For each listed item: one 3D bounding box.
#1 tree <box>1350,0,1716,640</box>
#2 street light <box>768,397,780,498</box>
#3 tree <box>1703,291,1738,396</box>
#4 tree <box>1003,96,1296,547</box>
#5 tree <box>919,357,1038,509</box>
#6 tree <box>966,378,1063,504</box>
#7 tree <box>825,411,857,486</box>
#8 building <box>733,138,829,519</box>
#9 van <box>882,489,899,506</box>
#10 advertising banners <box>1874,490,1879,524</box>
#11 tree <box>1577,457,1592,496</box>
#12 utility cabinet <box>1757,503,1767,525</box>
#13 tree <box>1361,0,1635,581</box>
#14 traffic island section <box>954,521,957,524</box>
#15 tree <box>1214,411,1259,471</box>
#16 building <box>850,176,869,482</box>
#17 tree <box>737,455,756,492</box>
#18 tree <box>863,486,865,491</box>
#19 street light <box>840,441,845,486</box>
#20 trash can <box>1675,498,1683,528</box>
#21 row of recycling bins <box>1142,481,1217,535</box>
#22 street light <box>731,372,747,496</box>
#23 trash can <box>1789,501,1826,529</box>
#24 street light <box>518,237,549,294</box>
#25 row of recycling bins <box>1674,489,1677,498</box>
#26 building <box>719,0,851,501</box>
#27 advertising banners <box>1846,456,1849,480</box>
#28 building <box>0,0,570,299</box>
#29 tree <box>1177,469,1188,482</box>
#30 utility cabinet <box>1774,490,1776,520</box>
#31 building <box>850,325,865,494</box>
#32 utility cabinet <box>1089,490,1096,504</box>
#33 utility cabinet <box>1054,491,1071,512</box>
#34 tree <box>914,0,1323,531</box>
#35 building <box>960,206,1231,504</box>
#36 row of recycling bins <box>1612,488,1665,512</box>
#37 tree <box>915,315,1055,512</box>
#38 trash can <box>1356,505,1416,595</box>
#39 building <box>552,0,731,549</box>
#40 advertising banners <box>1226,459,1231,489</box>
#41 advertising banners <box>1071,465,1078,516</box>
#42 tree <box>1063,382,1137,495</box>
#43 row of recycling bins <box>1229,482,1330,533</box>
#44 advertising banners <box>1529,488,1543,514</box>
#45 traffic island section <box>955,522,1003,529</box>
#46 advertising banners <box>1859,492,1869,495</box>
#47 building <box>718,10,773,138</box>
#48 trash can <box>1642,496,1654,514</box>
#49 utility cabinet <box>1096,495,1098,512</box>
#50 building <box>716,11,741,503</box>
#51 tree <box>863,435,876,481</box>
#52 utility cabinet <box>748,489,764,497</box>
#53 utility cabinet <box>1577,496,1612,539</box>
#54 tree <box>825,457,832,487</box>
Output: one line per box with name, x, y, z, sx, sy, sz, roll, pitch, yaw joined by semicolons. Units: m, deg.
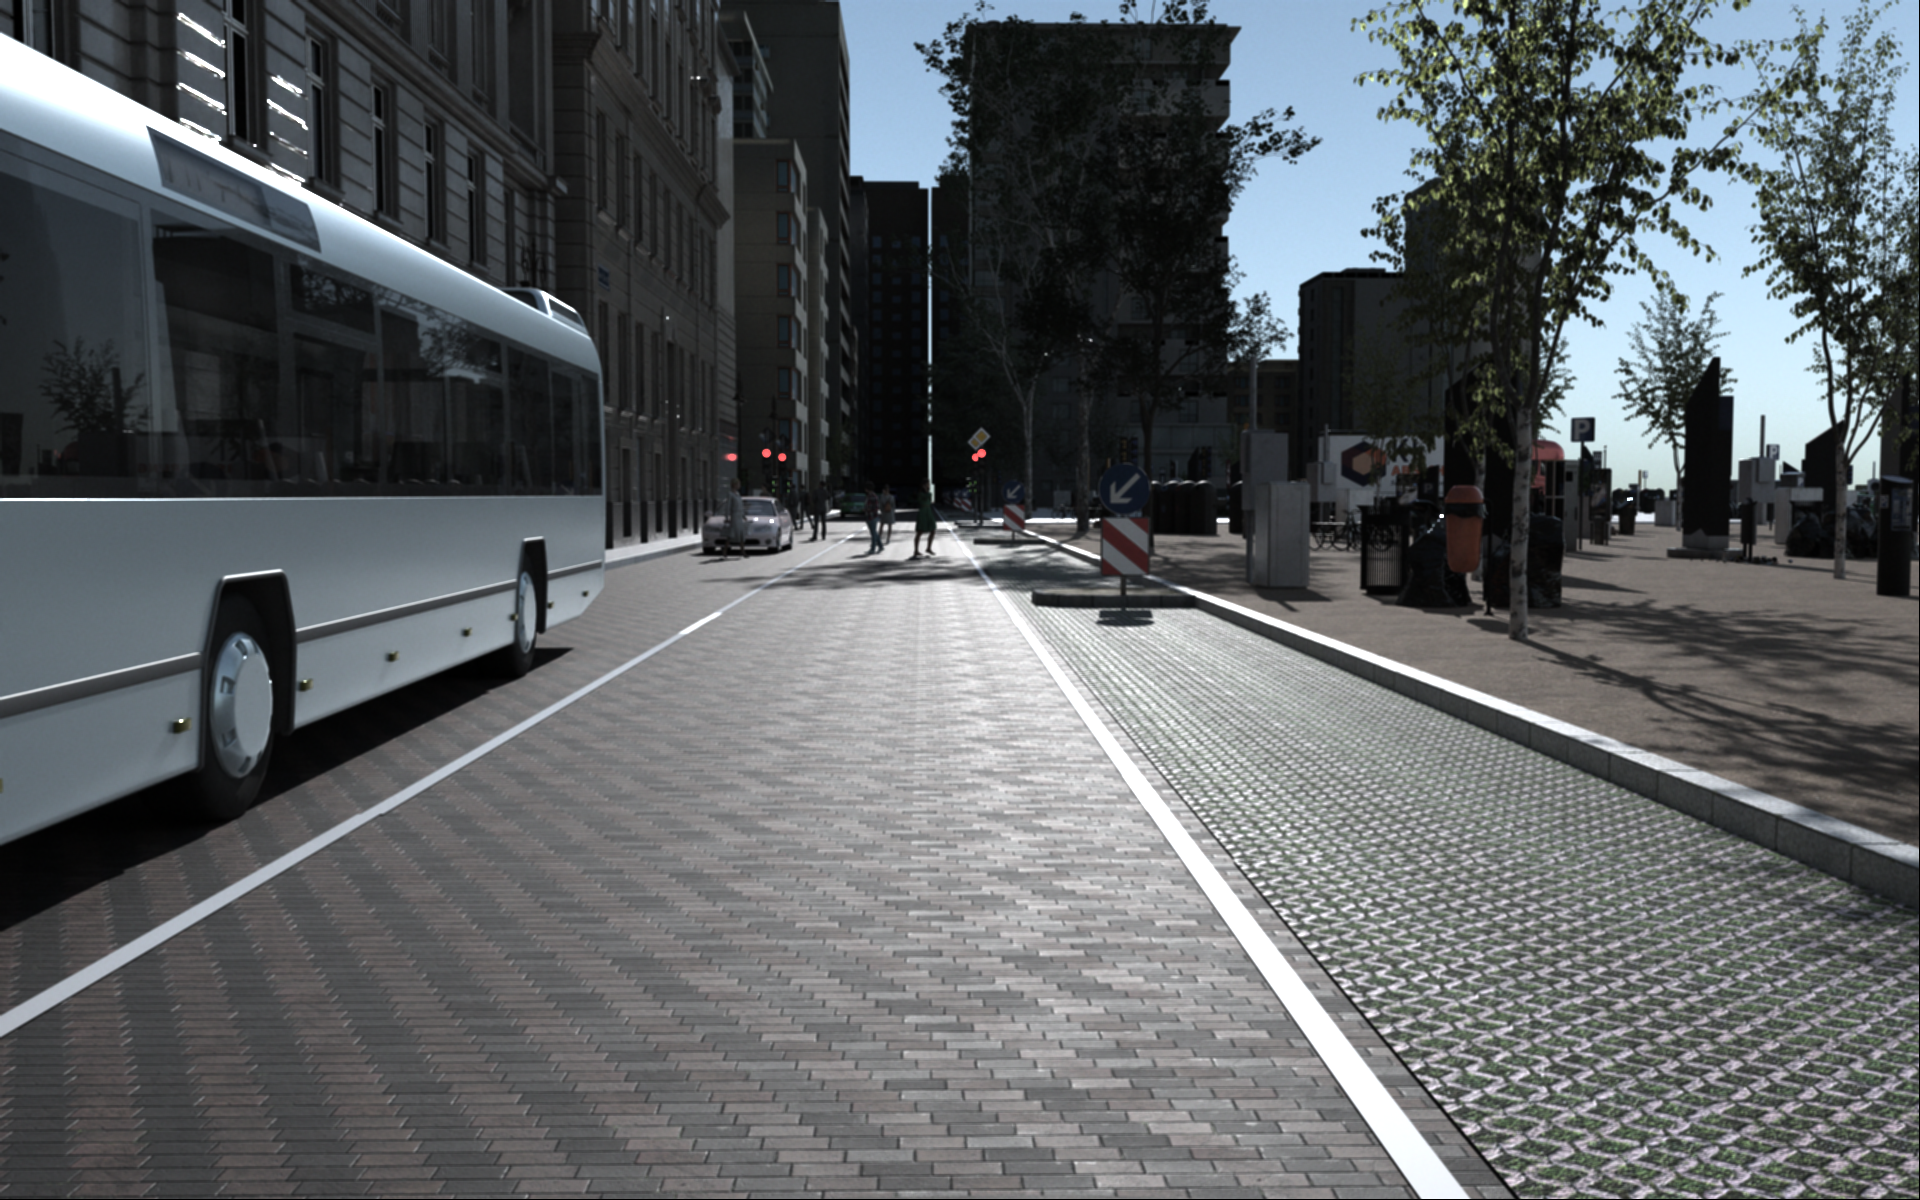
tree;5.167;-3.963;15.162;4.360;8.622;3.978;0;3;0
street light;-8.645;-6.597;80.646;0.468;5.910;1.993;0;4;-1
tree;24.847;-6.696;59.847;4.737;8.622;4.395;0;3;0
tree;4.307;-6.564;41.732;7.601;10.594;8.767;-3;4;-36
tree;1.603;-14.691;150.563;12.009;13.543;11.850;0;3;0
tree;3.447;-9.777;110.213;4.360;8.622;3.978;0;3;0
tree;-10.926;-12.392;152.969;4.737;8.622;4.395;0;3;0
building;-22.142;-15.504;98.537;27.650;21.520;28.899;0;4;-1
van;-8.279;-12.255;204.755;2.240;2.365;5.245;0;4;-1
advertising banners;32.538;-3.964;61.003;0.090;3.025;2.074;1;4;13
tree;32.395;-5.884;90.798;1.663;3.219;1.824;0;3;0
utility cabinet;33.459;-3.776;72.905;0.306;1.237;1.020;-2;4;-23
tree;7.811;-4.605;25.652;4.737;8.622;4.395;0;3;0
traffic island section;0.753;-3.568;80.620;2.009;0.180;2.903;0;4;-1
tree;24.659;-12.377;152.725;4.737;8.622;4.395;0;3;0
building;-18.868;-33.052;224.000;14.086;41.232;14.154;0;4;-1
tree;-9.785;-4.831;73.588;1.663;3.219;1.824;0;3;0
tree;-12.381;-13.094;208.682;1.663;3.219;1.824;0;3;0
street light;-10.035;-10.763;148.762;0.468;5.910;1.993;0;4;-1
trash can;27.783;-3.350;66.430;0.748;1.137;0.748;0;3;0
row of recycling bins;7.133;-3.011;56.347;1.069;1.692;3.534;-2;4;-29
street light;-8.351;-5.684;65.721;0.468;5.910;1.993;0;4;-1
trash can;18.367;-1.586;37.584;0.748;1.137;0.748;0;3;0
street light;-7.676;-3.583;31.364;0.468;5.910;1.993;0;4;-1
row of recycling bins;64.624;-8.918;152.927;3.534;1.692;1.069;1;4;13
building;-21.601;-33.127;165.332;21.300;48.544;21.600;0;4;-1
advertising banners;41.031;-5.224;81.606;0.090;3.025;2.074;-1;4;-16
building;-14.180;-11.186;24.689;13.314;21.916;24.055;0;4;-1
tree;17.590;-8.595;135.129;1.663;3.219;1.824;0;3;0
utility cabinet;40.515;-4.731;86.038;1.173;1.500;0.318;2;4;30
building;-24.897;-21.178;191.297;27.650;21.520;28.899;0;4;-1
utility cabinet;7.831;-6.010;106.947;1.173;1.500;0.318;3;4;39
utility cabinet;7.109;-6.841;120.525;1.173;1.500;0.318;0;4;5
tree;5.170;-12.387;58.416;12.611;20.169;13.585;0;3;0
building;16.248;-32.243;219.055;32.217;40.220;23.993;0;4;-1
row of recycling bins;48.354;-7.121;123.547;3.534;1.692;1.069;1;4;11
tree;1.816;-13.201;122.498;9.857;13.997;8.962;0;3;0
trash can;5.446;-0.644;22.189;0.748;1.137;0.748;0;3;0
building;-13.935;-15.401;49.067;12.463;27.353;25.104;0;4;-1
advertising banners;13.576;-5.462;85.498;0.090;3.025;2.074;-1;4;-16
advertising banners;6.762;-6.408;100.966;0.090;3.025;2.074;1;4;12
tree;9.164;-9.835;111.160;4.360;8.622;3.978;0;3;0
row of recycling bins;10.648;-3.079;57.448;3.534;1.692;1.069;-1;4;-16
advertising banners;36.909;-7.142;112.962;2.074;3.025;0.090;0;4;-7
traffic island section;0.919;-3.080;72.637;2.009;0.180;2.903;0;4;-1
advertising banners;49.778;-5.971;93.812;2.074;3.025;0.090;1;4;18
building;-27.891;-27.124;135.357;32.217;40.220;23.993;0;4;-1
trash can;45.247;-6.253;113.886;0.748;1.137;0.748;0;3;0
utility cabinet;9.544;-6.720;121.033;1.020;1.237;0.306;-2;4;-35
building;-18.005;-13.293;66.484;18.267;20.994;9.793;0;4;-1
tree;-12.513;-16.215;215.479;4.360;8.622;3.978;0;3;0
utility cabinet;-9.477;-4.388;80.424;0.318;1.500;1.173;1;4;19
utility cabinet;18.312;-2.384;50.139;0.306;1.237;1.020;-3;5;-43
tree;-10.645;-8.430;121.550;4.285;4.588;4.351;0;3;0
